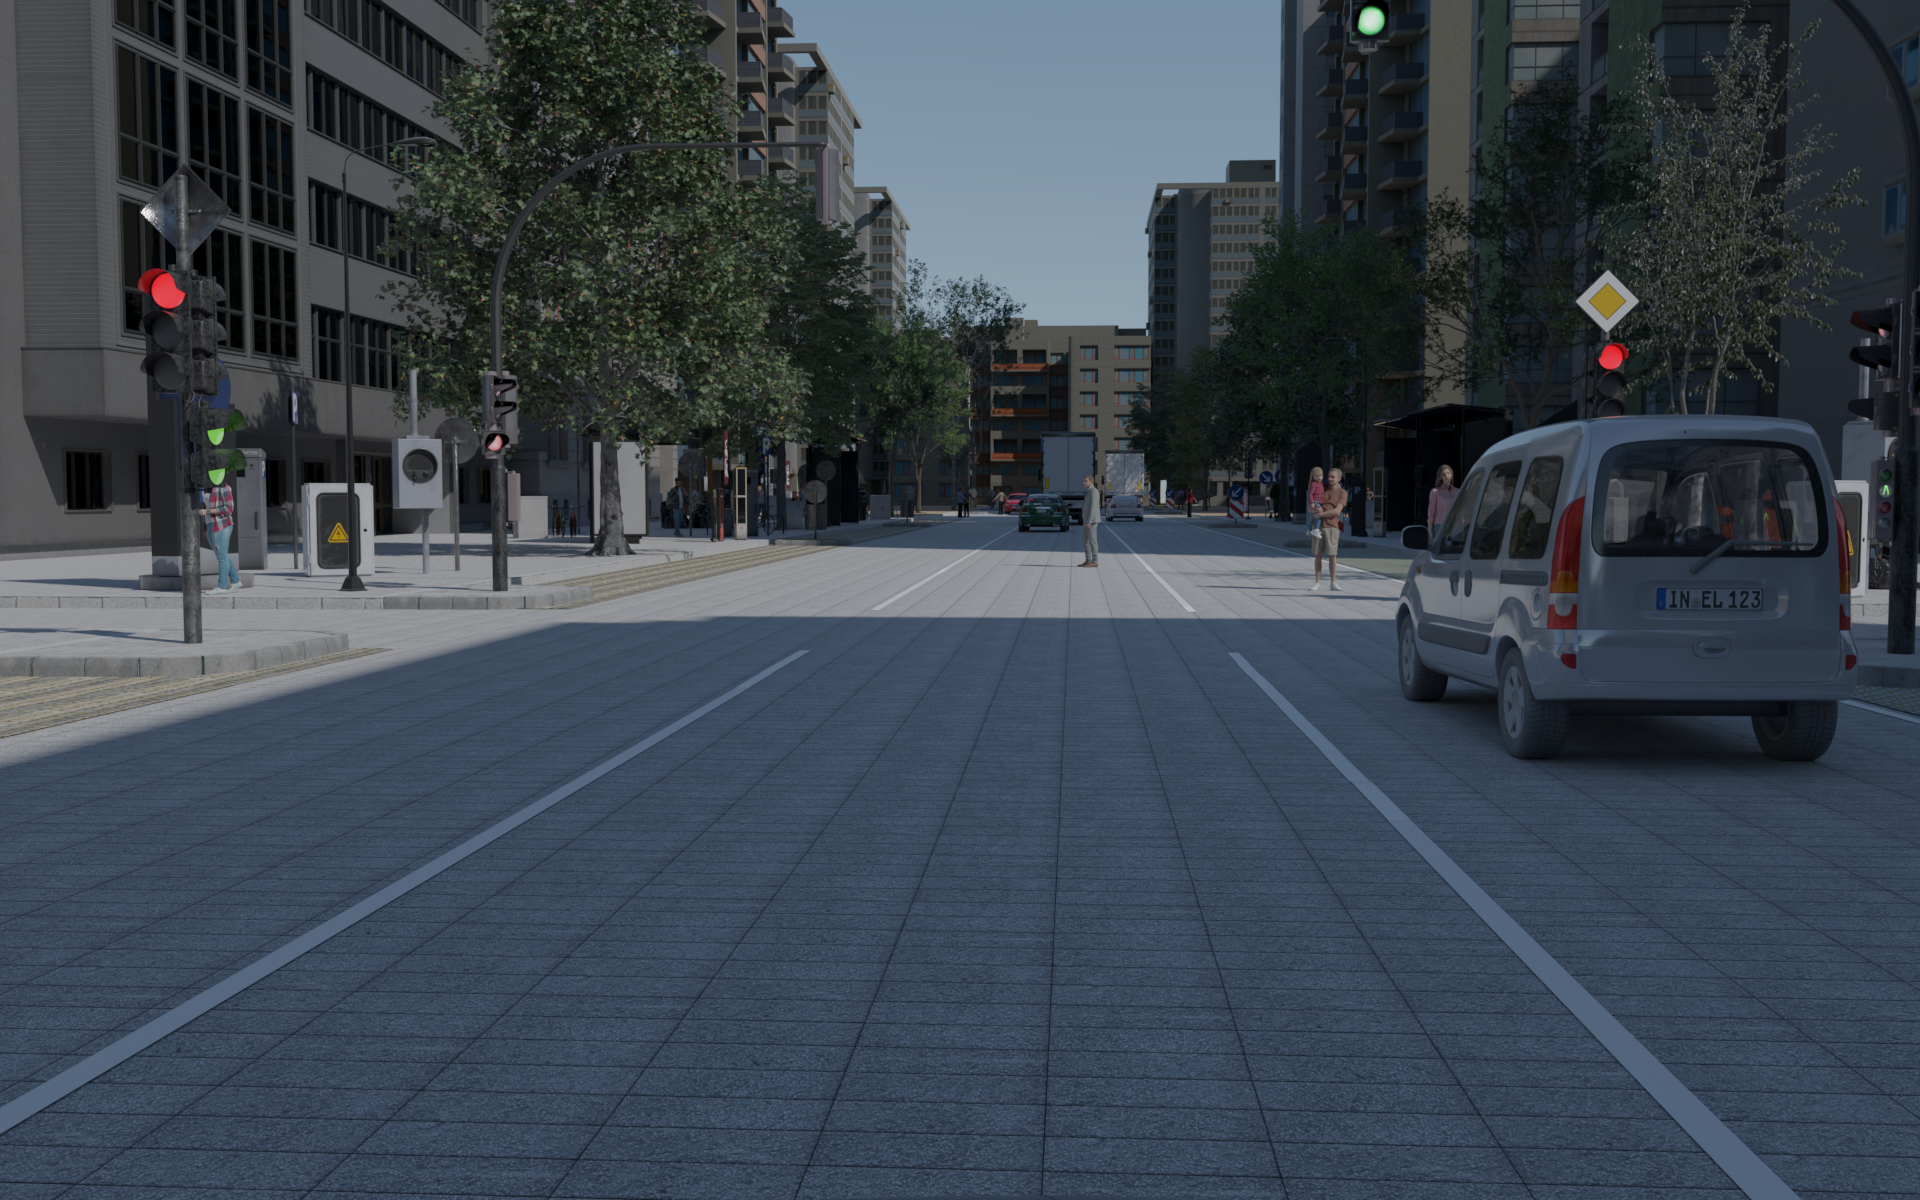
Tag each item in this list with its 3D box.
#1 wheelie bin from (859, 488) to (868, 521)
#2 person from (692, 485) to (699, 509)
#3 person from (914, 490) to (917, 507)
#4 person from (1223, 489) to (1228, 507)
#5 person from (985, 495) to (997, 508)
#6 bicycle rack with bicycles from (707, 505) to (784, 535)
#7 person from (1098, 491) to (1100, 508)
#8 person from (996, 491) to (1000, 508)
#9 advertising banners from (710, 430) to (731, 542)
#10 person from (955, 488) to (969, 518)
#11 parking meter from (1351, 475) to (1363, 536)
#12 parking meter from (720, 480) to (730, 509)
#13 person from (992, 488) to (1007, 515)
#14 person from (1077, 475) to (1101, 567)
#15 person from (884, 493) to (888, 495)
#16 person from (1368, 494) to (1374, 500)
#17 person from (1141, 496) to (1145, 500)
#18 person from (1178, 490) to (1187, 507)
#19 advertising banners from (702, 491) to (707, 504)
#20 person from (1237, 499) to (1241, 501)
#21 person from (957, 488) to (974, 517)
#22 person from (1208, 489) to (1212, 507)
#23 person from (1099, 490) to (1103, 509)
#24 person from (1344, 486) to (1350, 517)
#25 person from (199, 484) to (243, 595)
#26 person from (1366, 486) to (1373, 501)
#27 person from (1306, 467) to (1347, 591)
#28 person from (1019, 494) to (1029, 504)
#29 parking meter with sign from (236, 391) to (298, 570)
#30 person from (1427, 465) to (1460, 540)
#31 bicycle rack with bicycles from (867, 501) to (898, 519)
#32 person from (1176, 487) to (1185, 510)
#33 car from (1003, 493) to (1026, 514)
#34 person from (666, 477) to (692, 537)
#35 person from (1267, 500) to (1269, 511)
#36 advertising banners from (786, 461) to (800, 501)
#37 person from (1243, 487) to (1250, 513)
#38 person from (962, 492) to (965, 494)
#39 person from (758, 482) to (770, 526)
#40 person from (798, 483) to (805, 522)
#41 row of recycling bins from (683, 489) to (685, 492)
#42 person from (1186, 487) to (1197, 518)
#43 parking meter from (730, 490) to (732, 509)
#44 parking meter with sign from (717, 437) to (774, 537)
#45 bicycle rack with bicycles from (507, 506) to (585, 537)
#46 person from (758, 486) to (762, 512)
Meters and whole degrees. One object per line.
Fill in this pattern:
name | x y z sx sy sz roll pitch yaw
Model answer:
wheelie bin | -4.837 -4.628 83.574 0.693 1.594 0.980 3 5 43
person | -12.601 -4.585 82.006 0.512 1.701 0.522 -2 4 -32
person | -4.422 -10.249 174.336 1.217 1.735 0.721 -2 4 -27
person | 26.579 -10.142 171.858 0.705 1.826 1.348 -2 4 -27
person | 2.965 -9.409 162.328 1.348 1.826 0.705 -2 4 -35
bicycle rack with bicycles | -6.991 -2.541 54.928 2.852 0.926 2.925 1 4 23
person | 13.675 -9.962 172.113 0.721 1.736 1.217 3 4 37
person | 3.767 -9.827 169.836 0.621 1.740 0.551 3 4 37
advertising banners | -6.475 -3.093 46.755 0.090 3.025 2.074 0 4 5
person | 0.043 -5.912 105.142 0.705 1.826 1.348 -2 4 -35
parking meter | 12.136 -2.874 52.707 0.399 1.863 0.255 2 4 29
parking meter | -10.000 -4.160 73.733 0.399 1.863 0.255 -3 4 -36
person | 2.797 -6.780 119.363 1.348 1.823 0.705 -3 5 -42
person | 2.558 -1.548 33.912 0.391 1.810 0.635 -1 4 -11
person | -7.118 -9.846 170.251 0.697 1.427 0.421 -1 4 -19
person | 24.501 -5.794 101.476 1.217 1.736 0.721 -1 4 -13
person | 13.695 -7.619 133.794 1.217 1.735 0.721 0 4 -4
person | 22.836 -10.271 176.445 1.348 1.822 0.705 1 4 13
advertising banners | -9.650 -4.437 68.726 0.090 3.025 2.074 -3 5 -39
person | 26.766 -9.658 167.187 0.697 1.427 0.421 1 4 15
person | 0.385 -6.121 108.708 1.348 1.807 0.705 -2 4 -35
person | 24.779 -10.151 172.732 0.721 1.743 1.217 0 4 7
person | 13.747 -9.802 168.773 0.705 1.822 1.348 0 4 -1
person | 21.489 -5.426 95.238 0.782 1.767 0.515 0 4 1
person | -9.465 -0.936 22.183 0.643 1.720 0.563 -3 5 -44
person | 24.215 -5.885 102.976 0.721 1.735 1.217 -3 4 -37
person | 5.398 -1.055 25.721 0.580 1.828 0.573 -1 4 -19
person | 3.770 -5.521 102.003 0.697 1.427 0.421 -2 4 -35
parking meter with sign | -12.139 -2.020 29.296 1.738 3.016 0.543 -1 4 -12
person | 6.531 -0.906 23.327 0.555 1.821 0.388 -1 4 -20
bicycle rack with bicycles | -4.552 -4.769 91.352 2.852 0.926 2.925 -2 4 -31
person | 18.048 -8.316 141.871 0.709 1.838 0.599 1 4 20
car | 4.154 -6.985 123.246 2.155 1.783 4.494 0 4 6
person | -8.405 -2.767 51.627 0.721 1.781 0.623 2 4 24
person | 23.767 -7.784 133.303 0.705 1.826 1.348 1 4 14
advertising banners | -8.751 -5.843 91.714 0.090 3.025 2.074 2 4 23
person | 19.310 -6.754 117.133 0.621 1.740 0.551 3 5 39
person | 0.552 -9.287 157.889 1.348 1.824 0.705 -1 4 -13
person | -8.006 -3.807 68.963 0.731 1.740 0.598 -2 4 -33
person | -7.294 -4.510 79.868 0.778 1.811 0.616 3 5 43
row of recycling bins | -15.522 -5.048 89.653 3.534 1.692 1.069 3 5 40
person | 13.922 -5.885 104.659 0.705 1.831 1.348 -1 4 -21
parking meter | -13.245 -5.539 98.972 0.372 1.533 0.369 0 3 0
parking meter with sign | -6.502 -3.427 52.293 1.738 3.016 0.543 -3 4 -39
bicycle rack with bicycles | -12.535 -2.378 52.265 2.852 0.926 2.925 0 4 0
person | -10.374 -5.087 89.562 0.624 1.780 0.694 3 5 41
